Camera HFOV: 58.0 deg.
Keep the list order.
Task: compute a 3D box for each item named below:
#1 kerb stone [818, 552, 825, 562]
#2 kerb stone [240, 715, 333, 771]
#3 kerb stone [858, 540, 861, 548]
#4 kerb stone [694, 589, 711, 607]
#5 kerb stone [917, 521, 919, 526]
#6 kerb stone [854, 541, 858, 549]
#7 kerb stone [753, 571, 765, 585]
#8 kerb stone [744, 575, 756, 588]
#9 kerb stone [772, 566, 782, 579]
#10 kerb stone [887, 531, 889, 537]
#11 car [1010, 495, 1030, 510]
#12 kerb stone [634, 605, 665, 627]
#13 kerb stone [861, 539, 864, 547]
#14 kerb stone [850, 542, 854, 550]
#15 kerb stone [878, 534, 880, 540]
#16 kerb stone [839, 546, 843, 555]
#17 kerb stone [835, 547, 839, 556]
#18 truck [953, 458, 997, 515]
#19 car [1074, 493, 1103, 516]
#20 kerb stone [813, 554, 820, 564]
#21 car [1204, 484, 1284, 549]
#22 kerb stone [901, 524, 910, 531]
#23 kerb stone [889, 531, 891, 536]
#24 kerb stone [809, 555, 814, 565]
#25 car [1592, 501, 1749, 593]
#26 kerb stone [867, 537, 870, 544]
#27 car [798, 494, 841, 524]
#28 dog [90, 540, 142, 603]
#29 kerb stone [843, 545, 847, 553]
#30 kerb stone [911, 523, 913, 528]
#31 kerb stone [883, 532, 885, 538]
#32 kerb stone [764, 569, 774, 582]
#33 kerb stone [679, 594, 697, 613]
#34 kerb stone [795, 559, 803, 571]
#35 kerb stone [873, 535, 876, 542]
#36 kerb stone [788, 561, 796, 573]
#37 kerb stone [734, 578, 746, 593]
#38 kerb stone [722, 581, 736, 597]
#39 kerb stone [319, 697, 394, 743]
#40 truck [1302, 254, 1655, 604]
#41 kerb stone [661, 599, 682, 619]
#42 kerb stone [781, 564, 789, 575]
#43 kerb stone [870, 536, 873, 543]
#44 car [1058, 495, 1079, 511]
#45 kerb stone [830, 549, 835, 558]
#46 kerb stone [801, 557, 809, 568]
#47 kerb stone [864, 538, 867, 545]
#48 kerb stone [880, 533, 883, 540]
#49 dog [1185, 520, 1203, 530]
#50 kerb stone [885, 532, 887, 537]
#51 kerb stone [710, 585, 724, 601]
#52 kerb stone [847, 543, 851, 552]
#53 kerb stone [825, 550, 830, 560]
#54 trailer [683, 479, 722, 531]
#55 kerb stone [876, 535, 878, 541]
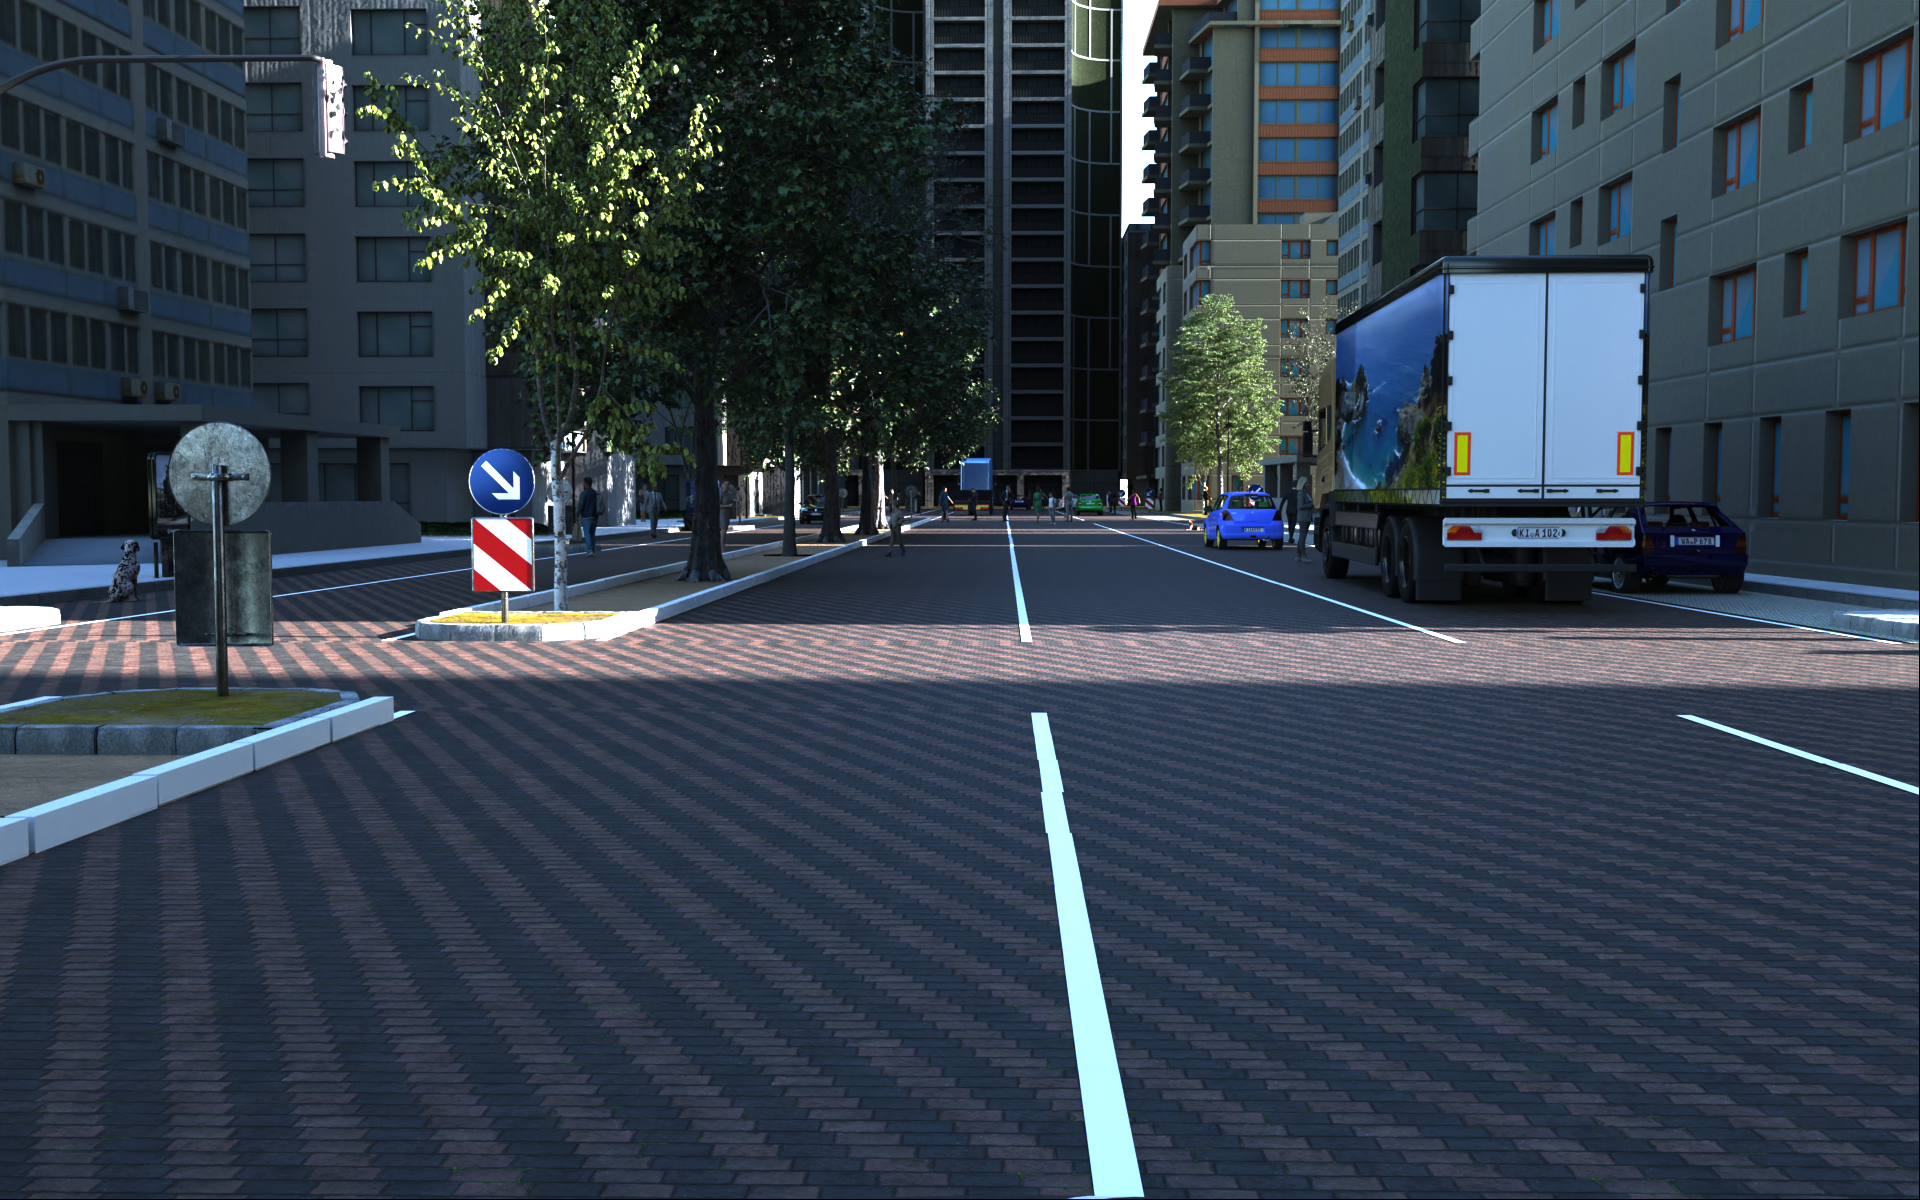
[{"bbox_3d":[-3.010,-0.879,36.562,0.120,0.150,1.000,0,4,1],"label":"kerb stone"},{"bbox_3d":[-3.690,0.780,9.451,0.120,0.150,1.000,0,4,1],"label":"kerb stone"},{"bbox_3d":[-2.782,-1.443,45.780,0.120,0.150,1.000,0,4,1],"label":"kerb stone"},{"bbox_3d":[-3.369,-0.002,22.227,0.120,0.150,1.000,0,4,1],"label":"kerb stone"},{"bbox_3d":[-2.023,-3.321,76.518,0.120,0.150,1.000,0,4,1],"label":"kerb stone"},{"bbox_3d":[-2.814,-1.379,44.759,0.120,0.150,1.000,0,4,1],"label":"kerb stone"},{"bbox_3d":[-3.245,-0.315,27.342,0.120,0.150,1.000,0,4,1],"label":"kerb stone"},{"bbox_3d":[-3.276,-0.247,26.320,0.120,0.150,1.000,0,4,1],"label":"kerb stone"},{"bbox_3d":[-3.191,-0.441,29.399,0.120,0.150,1.000,0,4,1],"label":"kerb stone"},{"bbox_3d":[-2.504,-2.131,57.045,0.120,0.150,1.000,0,4,1],"label":"kerb stone"},{"bbox_3d":[5.363,-8.777,156.086,1.945,1.354,3.894,0,4,3],"label":"car"},{"bbox_3d":[-3.445,0.186,19.156,0.120,0.150,1.000,0,4,1],"label":"kerb stone"},{"bbox_3d":[-2.759,-1.500,46.803,0.120,0.150,1.000,0,4,1],"label":"kerb stone"},{"bbox_3d":[-2.832,-1.317,43.734,0.120,0.150,1.000,0,4,1],"label":"kerb stone"},{"bbox_3d":[-2.608,-1.881,52.948,0.120,0.150,1.000,0,4,1],"label":"kerb stone"},{"bbox_3d":[-2.904,-1.127,40.668,0.120,0.150,1.000,0,4,1],"label":"kerb stone"},{"bbox_3d":[-2.926,-1.067,39.639,0.120,0.150,1.000,0,4,1],"label":"kerb stone"},{"bbox_3d":[1.057,-8.173,123.389,2.967,4.110,18.799,0,4,2],"label":"truck"},{"bbox_3d":[8.649,-6.569,116.204,1.959,1.807,4.718,0,4,2],"label":"car"},{"bbox_3d":[-3.038,-0.816,35.532,0.120,0.150,1.000,0,4,1],"label":"kerb stone"},{"bbox_3d":[7.509,-2.232,46.088,1.945,1.707,3.694,0,3,0],"label":"car"},{"bbox_3d":[-2.198,-2.883,69.338,0.120,0.150,1.000,0,4,1],"label":"kerb stone"},{"bbox_3d":[-2.479,-2.195,58.080,0.120,0.150,1.000,0,4,1],"label":"kerb stone"},{"bbox_3d":[-3.071,-0.750,34.510,0.120,0.150,1.000,0,4,1],"label":"kerb stone"},{"bbox_3d":[10.308,-0.832,26.184,1.945,1.354,3.894,0,4,0],"label":"car"},{"bbox_3d":[-2.701,-1.626,48.846,0.120,0.150,1.000,0,4,1],"label":"kerb stone"},{"bbox_3d":[-6.778,-4.536,83.953,2.009,1.686,4.222,0,4,1],"label":"car"},{"bbox_3d":[-11.250,-0.380,23.058,0.513,0.831,0.800,3,5,42],"label":"dog"},{"bbox_3d":[-2.884,-1.192,41.690,0.120,0.150,1.000,0,4,1],"label":"kerb stone"},{"bbox_3d":[-2.148,-3.004,71.393,0.120,0.150,1.000,0,4,1],"label":"kerb stone"},{"bbox_3d":[-2.543,-2.006,54.998,0.120,0.150,1.000,0,4,1],"label":"kerb stone"},{"bbox_3d":[-3.213,-0.378,28.368,0.120,0.150,1.000,0,4,1],"label":"kerb stone"},{"bbox_3d":[-3.398,0.063,21.203,0.120,0.150,1.000,0,4,1],"label":"kerb stone"},{"bbox_3d":[-3.113,-0.626,32.466,0.120,0.150,1.000,0,4,1],"label":"kerb stone"},{"bbox_3d":[-2.653,-1.755,50.897,0.120,0.150,1.000,0,4,1],"label":"kerb stone"},{"bbox_3d":[-3.140,-0.566,31.444,0.120,0.150,1.000,0,4,1],"label":"kerb stone"},{"bbox_3d":[-3.296,-0.189,25.294,0.120,0.150,1.000,0,4,1],"label":"kerb stone"},{"bbox_3d":[-3.319,-0.127,24.272,0.120,0.150,1.000,0,4,1],"label":"kerb stone"},{"bbox_3d":[-3.659,0.717,10.472,0.120,0.150,1.000,0,4,1],"label":"kerb stone"},{"bbox_3d":[7.193,-2.265,25.950,2.839,4.237,11.283,0,4,3],"label":"truck"},{"bbox_3d":[-3.416,0.126,20.178,0.120,0.150,1.000,0,4,1],"label":"kerb stone"},{"bbox_3d":[-3.167,-0.503,30.422,0.120,0.150,1.000,0,4,1],"label":"kerb stone"},{"bbox_3d":[-2.686,-1.693,49.874,0.120,0.150,1.000,0,4,1],"label":"kerb stone"},{"bbox_3d":[9.650,-8.520,151.663,2.083,1.381,4.827,0,4,0],"label":"car"},{"bbox_3d":[-2.958,-1.001,38.613,0.120,0.150,1.000,0,4,1],"label":"kerb stone"},{"bbox_3d":[-3.086,-0.691,33.488,0.120,0.150,1.000,0,4,1],"label":"kerb stone"},{"bbox_3d":[-2.734,-1.568,47.824,0.120,0.150,1.000,0,4,1],"label":"kerb stone"},{"bbox_3d":[-2.580,-1.939,53.977,0.120,0.150,1.000,0,4,1],"label":"kerb stone"},{"bbox_3d":[9.319,-2.966,68.693,0.748,0.427,0.550,2,4,25],"label":"dog"},{"bbox_3d":[-2.535,-2.067,56.023,0.120,0.150,1.000,0,4,1],"label":"kerb stone"},{"bbox_3d":[-3.349,-0.064,23.250,0.120,0.150,1.000,0,4,1],"label":"kerb stone"},{"bbox_3d":[-2.853,-1.253,42.712,0.120,0.150,1.000,0,4,1],"label":"kerb stone"},{"bbox_3d":[-2.989,-0.942,37.591,0.120,0.150,1.000,0,4,1],"label":"kerb stone"},{"bbox_3d":[-9.953,-3.650,66.718,1.471,1.999,3.904,0,4,1],"label":"trailer"},{"bbox_3d":[-2.622,-1.818,51.926,0.120,0.150,1.000,0,4,1],"label":"kerb stone"}]
